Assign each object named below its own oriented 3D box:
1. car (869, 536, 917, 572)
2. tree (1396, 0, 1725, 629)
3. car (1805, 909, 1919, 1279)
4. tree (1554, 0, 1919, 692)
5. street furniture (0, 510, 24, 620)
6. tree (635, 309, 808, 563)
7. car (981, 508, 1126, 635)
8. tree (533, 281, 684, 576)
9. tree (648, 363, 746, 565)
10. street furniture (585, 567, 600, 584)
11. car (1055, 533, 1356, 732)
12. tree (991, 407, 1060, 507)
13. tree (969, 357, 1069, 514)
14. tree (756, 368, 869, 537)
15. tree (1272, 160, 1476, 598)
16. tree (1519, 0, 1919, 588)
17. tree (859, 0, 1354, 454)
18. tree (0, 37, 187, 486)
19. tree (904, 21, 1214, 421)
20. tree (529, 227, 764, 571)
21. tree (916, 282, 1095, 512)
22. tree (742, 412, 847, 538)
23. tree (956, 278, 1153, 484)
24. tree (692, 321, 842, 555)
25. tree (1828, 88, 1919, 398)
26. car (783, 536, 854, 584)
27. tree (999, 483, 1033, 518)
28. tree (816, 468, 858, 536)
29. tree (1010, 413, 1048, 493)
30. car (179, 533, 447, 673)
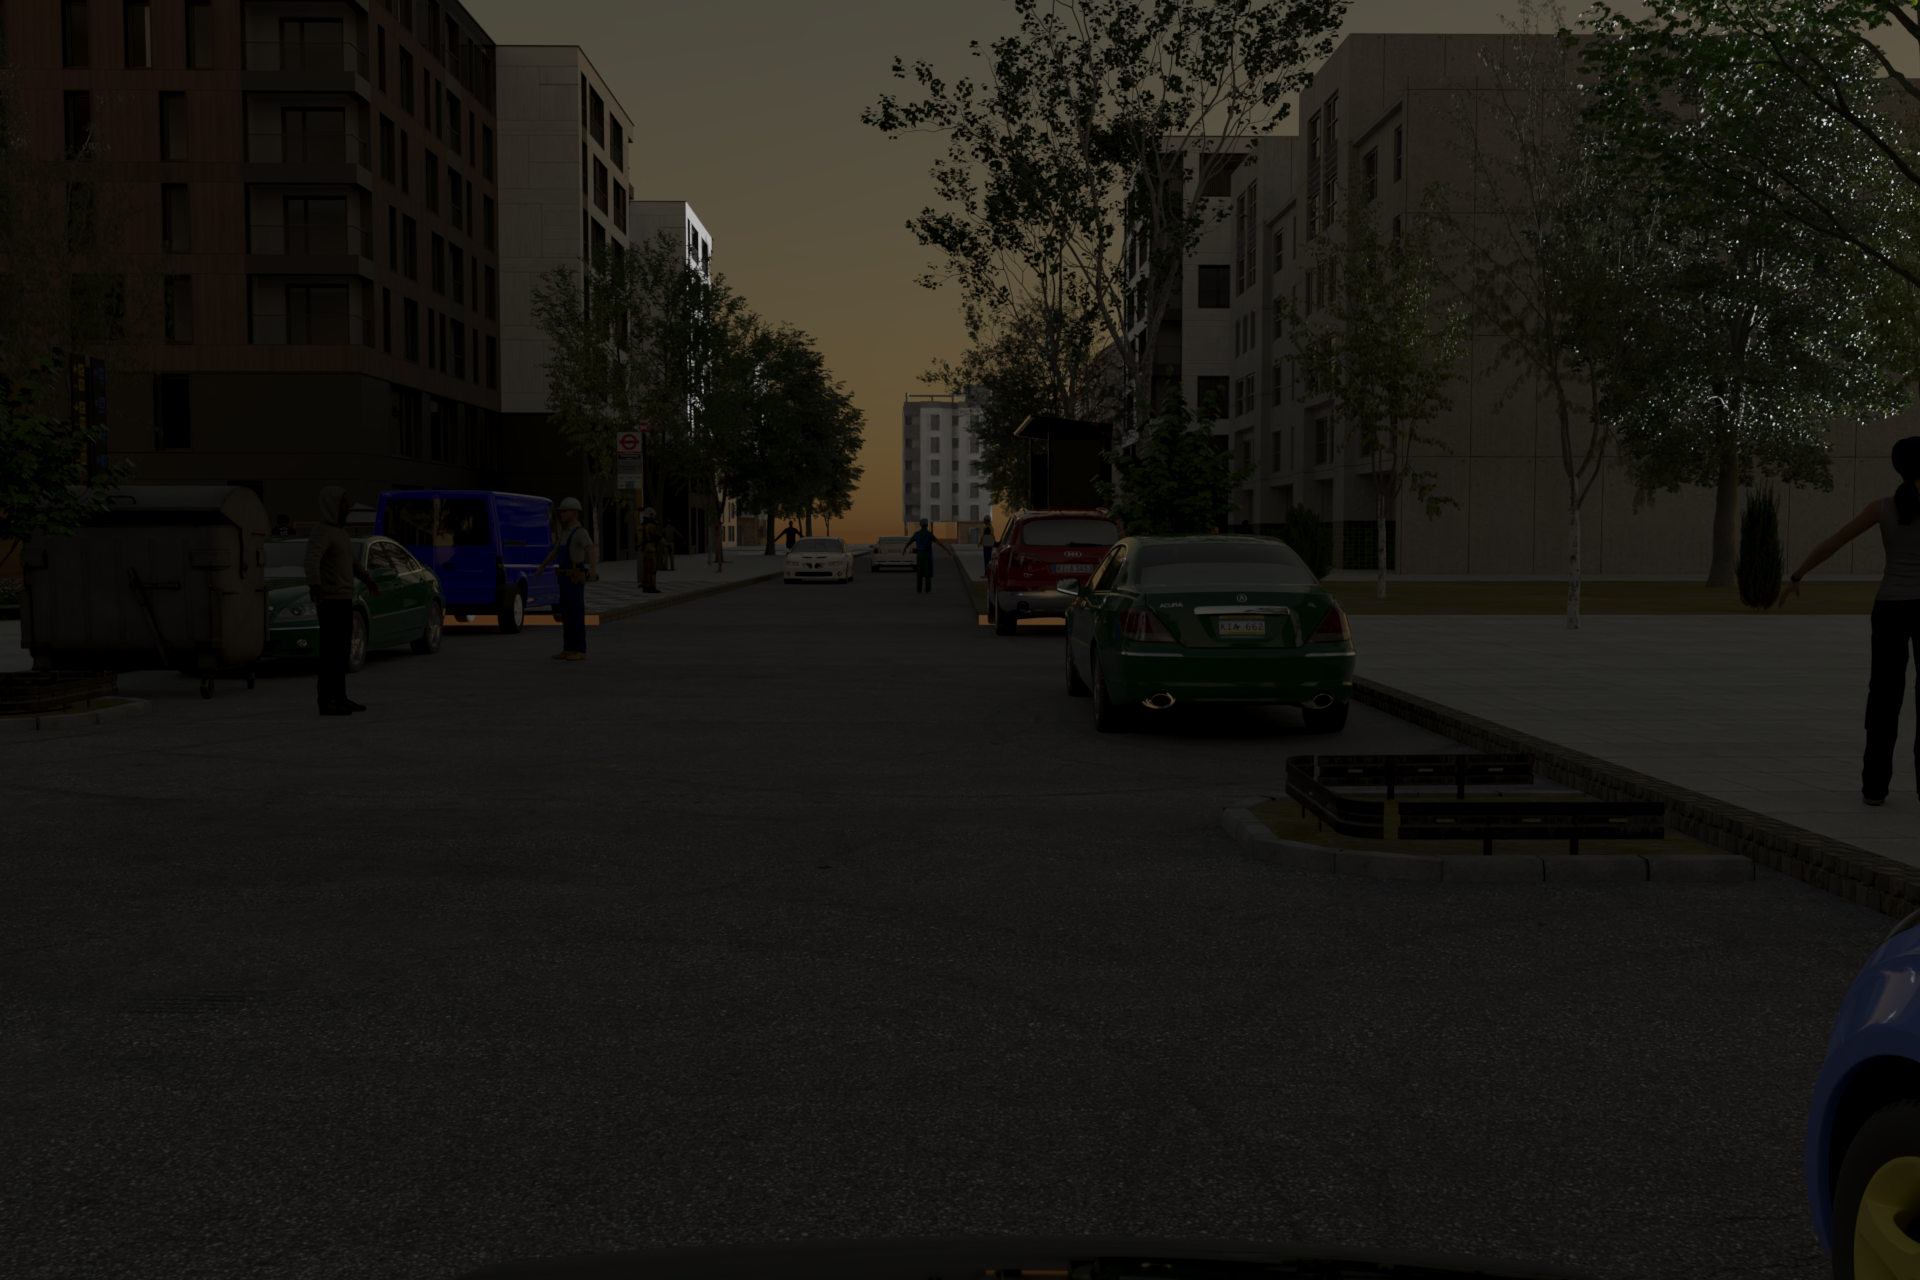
[{"bbox_3d":[-2.468,-3.317,66.587,2.083,1.381,4.827,0,4,-2],"label":"car"},{"bbox_3d":[8.463,-4.461,23.303,4.360,8.622,3.978,0,3,0],"label":"tree"},{"bbox_3d":[2.275,0.498,1.449,1.945,1.707,3.694,0,4,-1],"label":"car"},{"bbox_3d":[8.390,-5.382,13.744,9.928,11.665,9.643,0,3,0],"label":"tree"},{"bbox_3d":[-16.470,-1.245,27.217,11.010,1.723,9.812,2,4,25],"label":"street furniture"},{"bbox_3d":[-10.719,-9.278,77.451,9.928,11.665,9.643,0,3,0],"label":"tree"},{"bbox_3d":[1.476,-1.063,26.058,2.281,1.827,5.304,0,4,-1],"label":"car"},{"bbox_3d":[-10.525,-6.136,50.688,4.737,8.622,4.395,0,3,0],"label":"tree"},{"bbox_3d":[-10.487,-7.374,70.921,4.737,8.622,4.395,0,3,0],"label":"tree"},{"bbox_3d":[-14.342,-1.717,43.696,10.072,0.657,5.734,0,4,-5],"label":"street furniture"},{"bbox_3d":[1.873,-0.133,13.971,2.131,1.459,4.920,0,4,-1],"label":"car"},{"bbox_3d":[3.867,-8.705,92.690,4.737,8.622,4.395,0,3,0],"label":"tree"},{"bbox_3d":[4.039,-11.813,111.266,7.486,12.596,7.792,0,3,0],"label":"tree"},{"bbox_3d":[-11.773,-13.842,132.969,9.857,13.997,8.962,0,3,0],"label":"tree"},{"bbox_3d":[8.298,-5.120,34.069,4.737,8.622,4.395,0,3,0],"label":"tree"},{"bbox_3d":[18.492,-8.252,41.583,9.857,13.997,8.962,0,3,0],"label":"tree"},{"bbox_3d":[4.046,-11.825,49.233,12.611,20.169,13.585,0,3,0],"label":"tree"},{"bbox_3d":[-13.872,-4.669,26.695,4.360,8.622,3.978,0,3,0],"label":"tree"},{"bbox_3d":[3.088,-12.916,67.059,12.611,20.169,13.585,0,3,0],"label":"tree"},{"bbox_3d":[-10.664,-8.224,60.220,9.928,11.665,9.643,0,3,0],"label":"tree"},{"bbox_3d":[2.987,-16.890,132.033,12.611,20.169,13.585,0,3,0],"label":"tree"},{"bbox_3d":[-11.223,-11.333,119.702,7.601,10.594,8.767,1,4,22],"label":"tree"},{"bbox_3d":[4.764,-10.554,82.921,12.009,13.543,11.850,0,3,0],"label":"tree"},{"bbox_3d":[-11.554,-12.131,104.992,9.857,13.997,8.962,0,3,0],"label":"tree"},{"bbox_3d":[16.087,-4.753,28.080,4.737,8.622,4.395,0,3,0],"label":"tree"},{"bbox_3d":[-4.166,-2.391,51.448,2.083,1.381,4.827,0,4,0],"label":"car"},{"bbox_3d":[8.482,-17.451,219.740,7.601,10.594,8.767,0,4,3],"label":"tree"},{"bbox_3d":[-16.903,-17.958,219.372,9.928,11.665,9.643,0,3,0],"label":"tree"},{"bbox_3d":[4.399,-9.163,100.172,4.360,8.622,3.978,0,3,0],"label":"tree"},{"bbox_3d":[-7.160,-0.461,19.340,2.131,1.459,4.920,0,4,-1],"label":"car"}]
